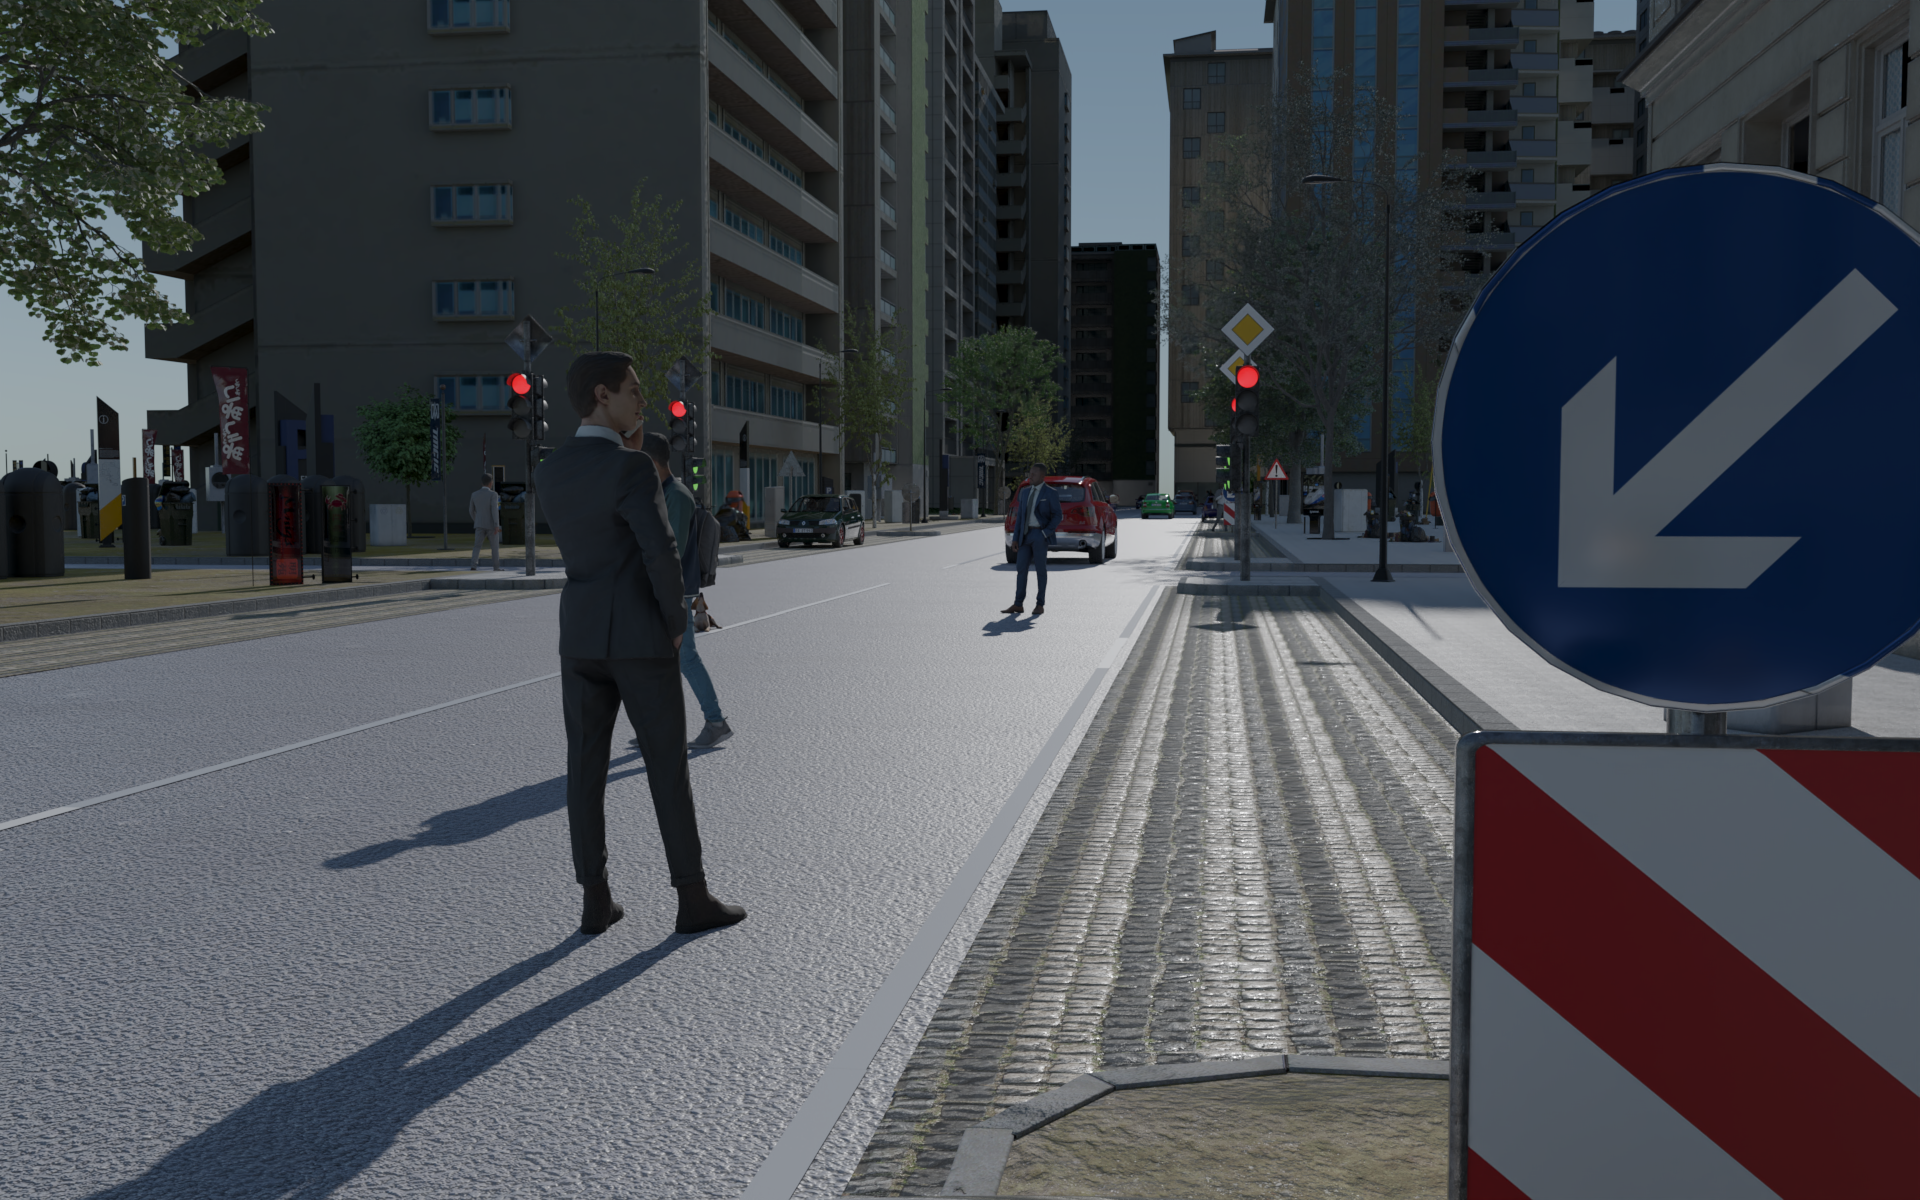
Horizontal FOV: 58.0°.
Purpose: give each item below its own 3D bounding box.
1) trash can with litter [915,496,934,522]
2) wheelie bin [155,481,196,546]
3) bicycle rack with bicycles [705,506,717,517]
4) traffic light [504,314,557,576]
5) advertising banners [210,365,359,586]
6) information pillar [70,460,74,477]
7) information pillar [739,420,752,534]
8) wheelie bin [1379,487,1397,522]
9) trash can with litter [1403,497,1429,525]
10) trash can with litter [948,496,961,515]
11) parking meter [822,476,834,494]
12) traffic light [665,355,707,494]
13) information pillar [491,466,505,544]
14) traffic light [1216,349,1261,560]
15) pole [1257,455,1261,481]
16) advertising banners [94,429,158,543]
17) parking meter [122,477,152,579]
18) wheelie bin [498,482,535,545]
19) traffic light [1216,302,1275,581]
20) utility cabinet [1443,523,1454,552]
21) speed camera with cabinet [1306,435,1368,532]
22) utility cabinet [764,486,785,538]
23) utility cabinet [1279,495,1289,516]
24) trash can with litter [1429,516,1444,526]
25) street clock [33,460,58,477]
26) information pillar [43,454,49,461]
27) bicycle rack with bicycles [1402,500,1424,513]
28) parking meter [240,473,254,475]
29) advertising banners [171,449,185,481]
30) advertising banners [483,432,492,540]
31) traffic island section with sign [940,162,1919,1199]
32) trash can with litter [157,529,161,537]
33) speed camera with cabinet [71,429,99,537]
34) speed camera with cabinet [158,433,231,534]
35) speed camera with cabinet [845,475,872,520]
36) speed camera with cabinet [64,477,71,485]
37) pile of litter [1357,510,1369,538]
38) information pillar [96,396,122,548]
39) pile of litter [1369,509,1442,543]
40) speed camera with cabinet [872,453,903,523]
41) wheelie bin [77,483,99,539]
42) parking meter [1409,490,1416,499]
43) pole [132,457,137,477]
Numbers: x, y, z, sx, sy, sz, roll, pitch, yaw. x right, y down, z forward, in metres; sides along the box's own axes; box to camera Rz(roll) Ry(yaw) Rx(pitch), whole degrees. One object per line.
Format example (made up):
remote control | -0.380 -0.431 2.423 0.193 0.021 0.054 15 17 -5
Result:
trash can with litter | -1.907 -4.309 81.516 1.678 1.210 2.233 0 4 -5
wheelie bin | -19.441 -2.148 43.035 0.693 1.594 0.980 3 4 37
bicycle rack with bicycles | -7.679 -2.368 52.096 2.925 0.926 2.852 2 4 31
traffic light | -6.739 -2.337 27.129 0.839 4.253 0.868 1 4 8
advertising banners | -9.483 -1.724 24.377 0.090 3.025 2.074 3 5 43
information pillar | -61.078 -7.822 119.236 0.183 3.616 0.504 -1 4 -8
information pillar | -6.853 -3.903 55.165 0.183 3.616 0.504 -3 4 -37
wheelie bin | 19.832 -4.430 80.334 0.693 1.594 0.980 -1 4 -11
trash can with litter | 19.137 -3.734 72.441 1.055 1.170 0.624 -1 4 -17
trash can with litter | -0.245 -5.757 105.189 2.233 1.210 1.678 0 4 -7
parking meter | -4.407 -3.176 57.646 0.399 1.863 0.255 -2 4 -31
traffic light | -5.579 -2.820 35.030 0.839 4.253 0.868 1 4 8
information pillar | -11.926 -2.463 44.769 0.304 2.012 0.304 -1 4 -22
traffic light | 5.368 -2.723 33.443 0.839 4.253 0.868 1 4 8
pole | 15.505 -5.878 89.953 0.158 3.312 0.155 0 3 0
advertising banners | -22.016 -3.036 45.819 0.090 3.025 2.074 1 4 22
parking meter | -12.426 -1.084 26.136 0.372 1.533 0.369 0 3 0
wheelie bin | -11.268 -2.201 43.896 0.980 1.594 0.693 0 4 -5
traffic light | 4.207 -2.240 25.543 0.839 4.253 0.868 1 4 8
utility cabinet | 11.262 -1.665 38.388 1.020 1.237 0.306 0 4 5
speed camera with cabinet | 12.636 -3.897 58.053 2.038 3.252 0.660 -1 4 -18
utility cabinet | -5.418 -2.555 50.451 0.318 1.500 1.173 -1 4 -21
utility cabinet | 19.067 -5.469 100.584 1.020 1.237 0.306 1 4 15
trash can with litter | 19.536 -3.608 70.380 0.624 1.170 1.055 1 4 21
street clock | -19.659 -1.999 37.259 0.471 2.002 0.358 1 4 11
information pillar | -53.112 -6.704 100.965 0.183 3.616 0.504 -2 4 -25
bicycle rack with bicycles | 26.726 -5.279 99.693 2.852 0.926 2.925 1 4 19
parking meter | -18.681 -2.434 45.513 0.255 1.863 0.399 1 4 12
advertising banners | -29.776 -4.368 67.598 2.074 3.025 0.090 0 4 7
advertising banners | -13.221 -3.201 48.523 0.090 3.025 2.074 -1 4 -20
traffic island section with sign | 0.917 0.351 2.886 1.989 1.847 2.006 1 4 8
trash can with litter | -23.316 -2.426 51.057 1.055 1.170 0.624 2 4 32
speed camera with cabinet | -26.075 -3.538 52.186 0.660 3.252 2.038 -1 4 -14
speed camera with cabinet | -24.608 -3.758 55.775 2.038 3.252 0.660 -2 4 -34
speed camera with cabinet | -4.588 -5.374 82.203 2.038 3.252 0.660 -2 4 -29
speed camera with cabinet | -49.253 -6.151 94.896 2.038 3.252 0.660 0 4 5
pile of litter | 12.236 -2.236 50.520 1.176 0.858 1.719 0 4 -5
information pillar | -20.354 -3.062 41.411 0.504 3.616 0.183 -2 4 -34
pile of litter | 12.068 -1.983 46.384 1.176 0.858 1.719 -2 4 -31
speed camera with cabinet | -3.186 -5.144 78.432 0.660 3.252 2.038 -1 4 -23
wheelie bin | -24.971 -2.570 49.921 0.980 1.594 0.693 2 4 27
parking meter | 27.836 -6.005 106.592 0.372 1.533 0.369 0 3 0
pole | -45.731 -6.249 96.019 0.158 3.312 0.155 0 3 0
